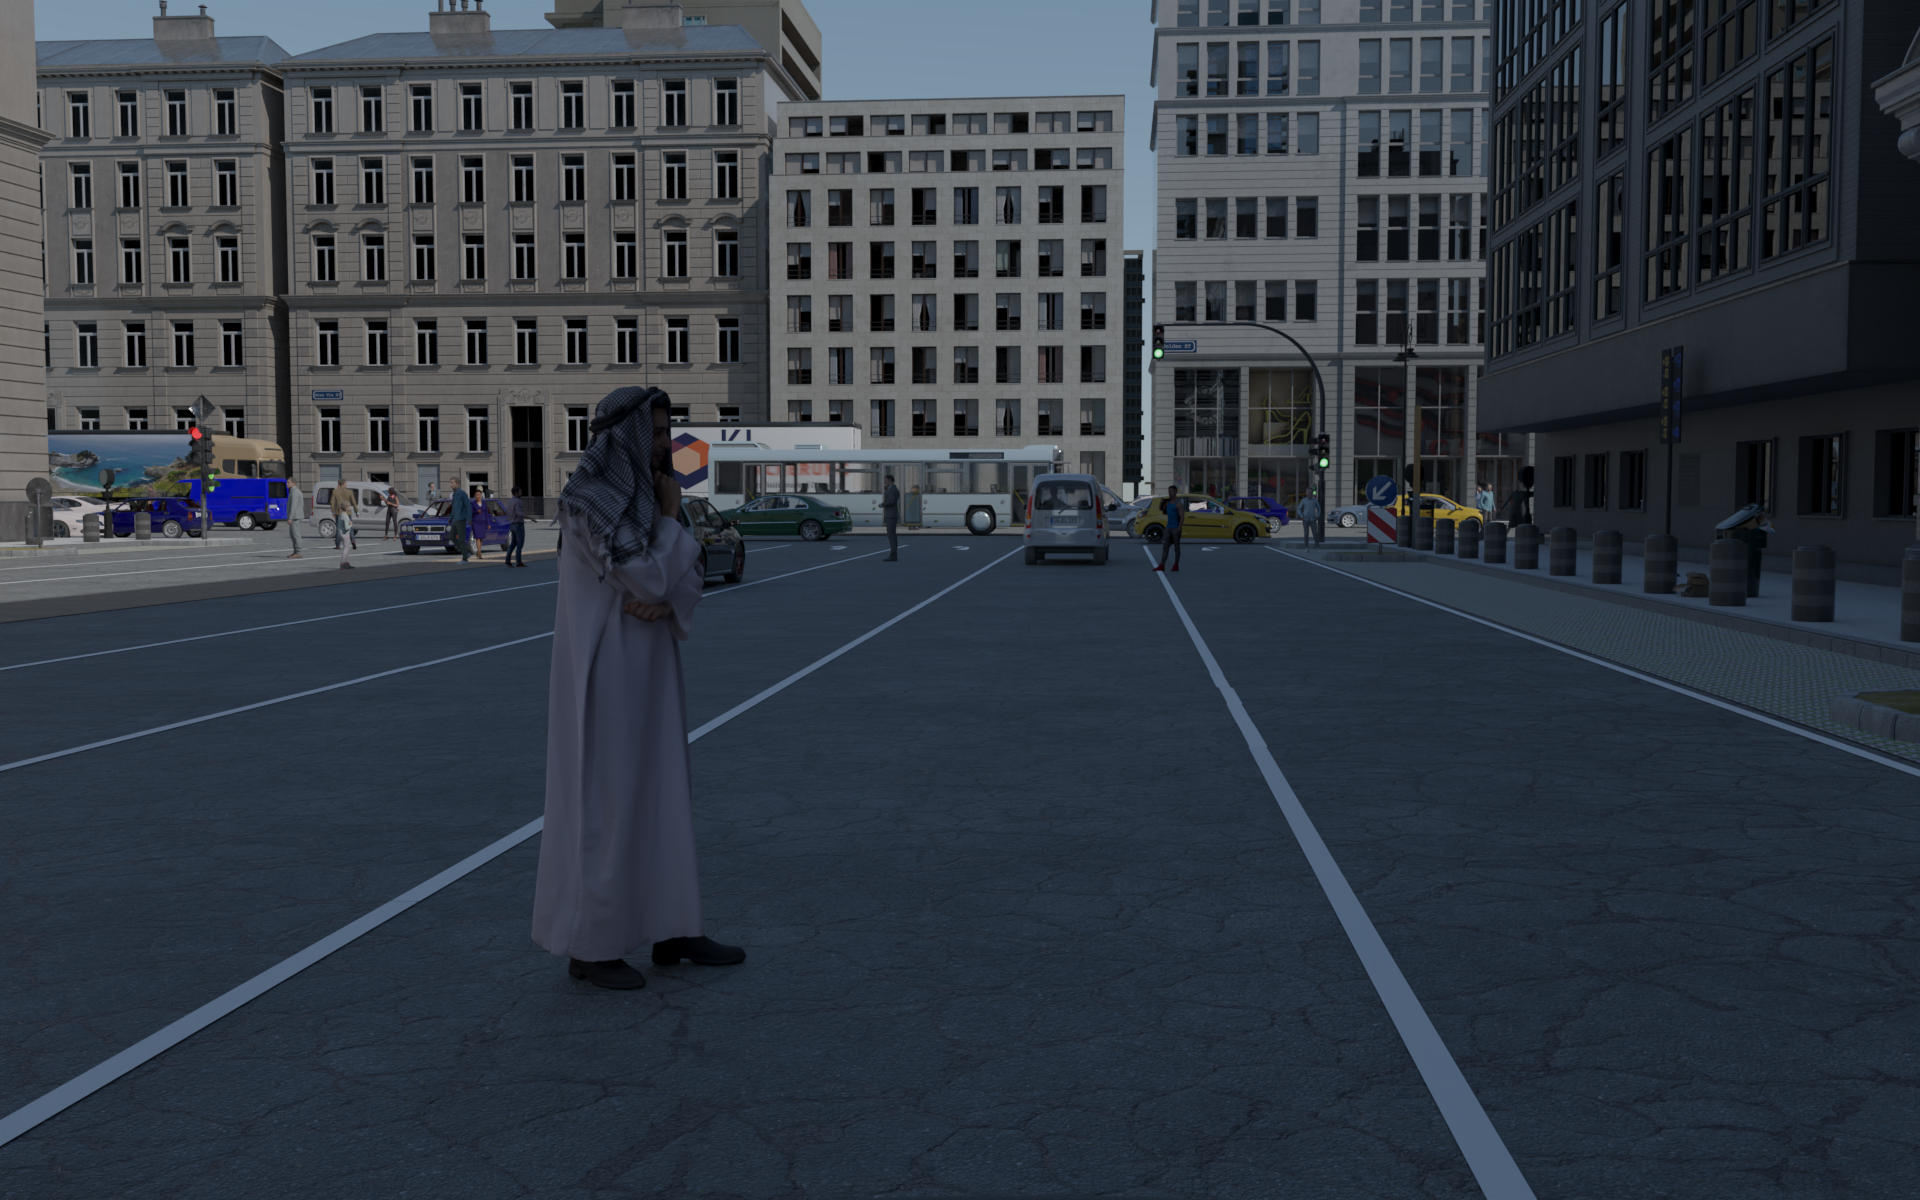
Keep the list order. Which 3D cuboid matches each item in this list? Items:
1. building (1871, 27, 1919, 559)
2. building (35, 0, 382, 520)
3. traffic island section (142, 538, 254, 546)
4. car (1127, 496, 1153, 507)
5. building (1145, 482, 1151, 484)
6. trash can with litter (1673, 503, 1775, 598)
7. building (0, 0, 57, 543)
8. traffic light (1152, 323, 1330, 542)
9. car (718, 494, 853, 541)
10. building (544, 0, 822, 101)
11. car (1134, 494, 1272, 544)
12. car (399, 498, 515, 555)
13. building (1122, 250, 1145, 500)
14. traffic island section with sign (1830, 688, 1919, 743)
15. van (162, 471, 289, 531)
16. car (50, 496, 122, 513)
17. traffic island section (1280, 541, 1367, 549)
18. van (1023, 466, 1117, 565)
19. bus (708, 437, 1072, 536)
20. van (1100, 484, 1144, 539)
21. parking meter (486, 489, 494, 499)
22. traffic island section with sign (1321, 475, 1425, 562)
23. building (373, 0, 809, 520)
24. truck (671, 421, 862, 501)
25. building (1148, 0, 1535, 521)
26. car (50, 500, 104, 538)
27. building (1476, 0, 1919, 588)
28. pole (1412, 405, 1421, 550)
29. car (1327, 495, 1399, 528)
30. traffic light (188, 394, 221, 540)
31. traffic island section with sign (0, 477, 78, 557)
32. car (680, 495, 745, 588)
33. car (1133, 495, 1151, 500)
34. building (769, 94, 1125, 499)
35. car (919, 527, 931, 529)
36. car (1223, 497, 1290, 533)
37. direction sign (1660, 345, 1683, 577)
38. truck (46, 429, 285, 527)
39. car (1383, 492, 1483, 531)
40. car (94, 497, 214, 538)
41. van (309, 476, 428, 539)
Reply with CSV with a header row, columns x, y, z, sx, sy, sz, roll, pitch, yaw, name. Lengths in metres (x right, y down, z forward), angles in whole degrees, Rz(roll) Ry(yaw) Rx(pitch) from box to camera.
x,y,z,sx,sy,sz,roll,pitch,yaw,name
16.037,-13.619,8.568,13.634,28.700,20.117,0,4,5,building
-46.188,-18.083,92.913,25.104,27.353,12.463,0,4,5,building
-21.307,-1.623,48.811,2.009,0.180,2.903,0,4,5,traffic island section
7.575,-3.524,69.985,4.827,1.381,2.083,0,4,6,car
41.347,-36.413,249.973,28.867,44.769,22.147,0,4,5,building
9.492,-0.620,21.525,1.055,1.170,0.624,0,4,-2,trash can with litter
-37.675,-15.008,42.643,25.104,27.353,12.463,0,4,5,building
7.480,-4.362,45.982,4.771,5.953,1.251,0,4,5,traffic light
-5.754,-2.541,53.343,4.920,1.459,2.131,0,4,7,car
-24.696,-32.597,156.655,21.300,48.544,21.600,0,4,5,building
7.058,-2.455,50.370,3.980,1.641,2.015,0,4,5,car
-12.144,-1.803,42.062,1.945,1.354,3.894,0,4,6,car
15.435,-34.634,258.148,23.993,40.220,32.217,0,4,5,building
6.427,-0.104,10.337,1.989,1.847,2.006,0,4,5,traffic island section with sign
-29.167,-3.895,68.061,5.245,2.365,2.240,0,4,6,van
-32.437,-3.065,62.479,4.827,1.381,2.083,0,4,4,car
9.610,-1.454,46.048,2.009,0.180,2.903,0,4,5,traffic island section
2.282,-1.799,36.419,2.013,2.044,4.112,0,4,6,van
-2.022,-4.025,60.664,13.247,3.499,2.948,0,4,4,bus
4.459,-3.036,56.646,4.112,2.044,2.013,0,4,5,van
-23.029,-4.675,84.841,0.372,1.533,0.369,0,3,0,parking meter
8.824,-1.747,37.185,1.989,1.847,2.006,0,4,5,traffic island section with sign
-20.969,-17.948,90.706,25.104,27.353,12.463,0,4,5,building
-9.601,-4.859,68.361,11.283,4.237,2.839,0,4,3,truck
24.470,-18.867,85.962,29.804,29.767,11.434,0,4,5,building
-28.611,-2.507,53.353,4.827,1.381,2.083,0,4,6,car
18.892,-14.506,30.686,14.314,27.812,24.014,0,4,5,building
10.541,-2.821,39.974,0.158,3.312,0.155,0,3,0,pole
17.929,-3.781,73.816,4.499,1.417,2.014,0,4,4,car
-21.268,-3.655,48.673,0.839,4.253,0.868,0,4,5,traffic light
-21.746,-1.934,40.249,1.989,1.847,2.006,0,4,5,traffic island section with sign
-4.515,-1.044,26.854,2.009,1.686,4.222,0,4,6,car
17.690,-9.414,166.274,2.083,1.381,4.827,0,4,4,car
-0.240,-14.214,87.151,16.860,20.320,10.420,0,4,5,building
-0.014,-3.875,72.404,4.494,1.783,2.155,0,4,5,car
10.208,-3.160,64.254,3.894,1.354,1.945,0,4,4,car
11.020,-2.134,26.889,0.379,3.537,0.876,0,4,4,direction sign
-34.941,-5.353,76.440,11.283,4.237,2.839,0,4,4,truck
17.481,-3.273,63.735,3.980,1.641,2.015,0,4,5,car
-26.304,-2.651,55.917,3.894,1.354,1.945,0,4,4,car
-18.939,-3.017,56.338,4.112,2.044,2.013,0,4,6,van
